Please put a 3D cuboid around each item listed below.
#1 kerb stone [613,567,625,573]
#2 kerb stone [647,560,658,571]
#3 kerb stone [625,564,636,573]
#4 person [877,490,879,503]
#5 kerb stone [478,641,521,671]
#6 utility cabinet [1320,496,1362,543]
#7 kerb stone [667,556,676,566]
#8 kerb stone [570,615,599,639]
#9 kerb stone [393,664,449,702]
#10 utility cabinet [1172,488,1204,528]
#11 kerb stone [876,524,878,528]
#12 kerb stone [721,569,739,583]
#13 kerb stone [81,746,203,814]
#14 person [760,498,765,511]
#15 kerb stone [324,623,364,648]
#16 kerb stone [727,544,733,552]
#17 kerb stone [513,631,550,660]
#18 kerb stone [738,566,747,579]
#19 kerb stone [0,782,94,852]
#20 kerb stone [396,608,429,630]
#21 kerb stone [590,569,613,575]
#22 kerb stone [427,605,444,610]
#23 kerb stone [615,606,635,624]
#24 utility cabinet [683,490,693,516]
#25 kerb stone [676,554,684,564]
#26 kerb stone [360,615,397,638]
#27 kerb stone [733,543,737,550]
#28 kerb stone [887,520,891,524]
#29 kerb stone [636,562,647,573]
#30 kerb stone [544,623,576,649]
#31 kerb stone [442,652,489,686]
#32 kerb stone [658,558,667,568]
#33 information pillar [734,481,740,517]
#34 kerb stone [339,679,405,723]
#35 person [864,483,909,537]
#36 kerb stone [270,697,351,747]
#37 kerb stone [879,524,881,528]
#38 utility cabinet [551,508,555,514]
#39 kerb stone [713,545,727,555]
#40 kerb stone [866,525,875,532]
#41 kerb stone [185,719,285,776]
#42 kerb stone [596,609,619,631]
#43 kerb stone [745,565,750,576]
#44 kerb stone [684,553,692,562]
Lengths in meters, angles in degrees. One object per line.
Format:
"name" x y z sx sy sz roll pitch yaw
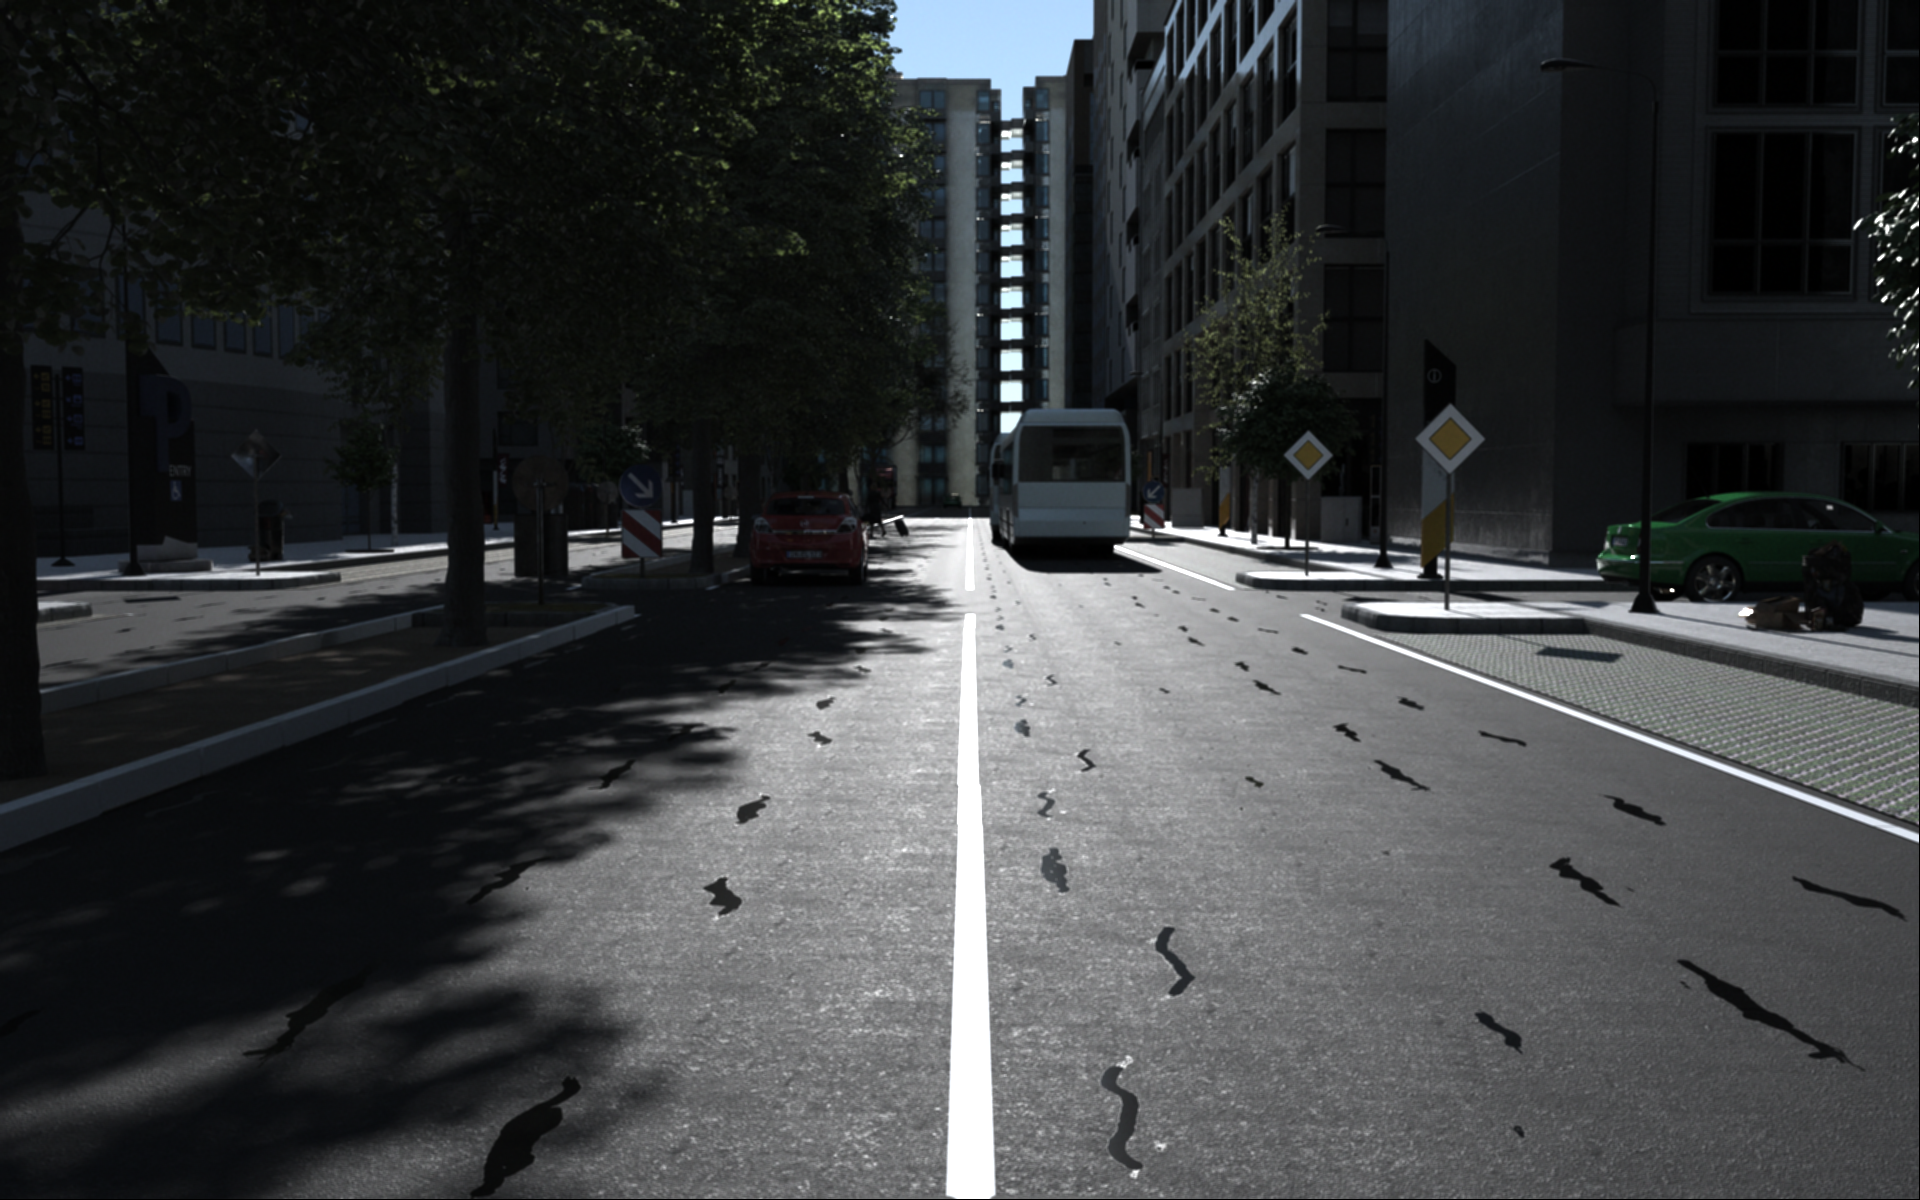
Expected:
"kerb stone" -5.876 -0.431 29.328 0.120 0.150 1.000 0 4 0
"kerb stone" -5.852 -0.624 32.395 0.120 0.150 1.000 0 4 0
"kerb stone" -5.876 -0.496 30.350 0.120 0.150 1.000 0 4 0
"person" -6.601 -7.796 136.700 1.217 1.736 0.721 2 4 34
"kerb stone" -3.862 0.476 14.411 0.120 0.150 1.000 0 4 0
"utility cabinet" 9.957 -2.085 45.245 1.020 1.237 0.306 2 4 28
"kerb stone" -5.844 -0.748 34.440 0.120 0.150 1.000 0 4 0
"kerb stone" -3.836 0.290 17.487 0.120 0.150 1.000 0 4 0
"kerb stone" -3.880 0.601 12.362 0.120 0.150 1.000 0 4 0
"utility cabinet" 8.530 -3.433 64.812 1.173 1.500 0.318 2 4 27
"kerb stone" -3.537 -2.945 70.339 0.120 0.150 1.000 0 4 0
"kerb stone" -3.778 -0.372 28.285 0.120 0.150 1.000 0 4 0
"kerb stone" -3.901 0.853 8.248 0.120 0.150 1.000 0 4 0
"person" -8.657 -3.854 76.182 0.373 1.253 0.362 0 4 -8
"kerb stone" -5.944 0.355 16.501 0.120 0.150 1.000 0 4 0
"kerb stone" -5.792 -1.248 42.648 0.120 0.150 1.000 0 4 0
"kerb stone" -3.854 0.414 15.433 0.120 0.150 1.000 0 4 0
"kerb stone" -3.774 -0.435 29.308 0.120 0.150 1.000 0 4 0
"kerb stone" -3.900 0.916 7.222 0.120 0.150 1.000 0 4 0
"kerb stone" -5.933 0.223 18.544 0.120 0.150 1.000 0 4 0
"kerb stone" -5.877 -0.374 28.303 0.120 0.150 1.000 0 4 0
"kerb stone" -5.936 0.161 19.578 0.120 0.150 1.000 0 4 0
"kerb stone" -3.827 0.170 19.533 0.120 0.150 1.000 0 4 0
"utility cabinet" -15.286 -5.481 98.296 0.318 1.500 1.173 -3 5 -40
"kerb stone" -5.837 -0.811 35.462 0.120 0.150 1.000 0 4 0
"kerb stone" -5.944 0.289 17.523 0.120 0.150 1.000 0 4 0
"kerb stone" -5.798 -1.308 43.670 0.120 0.150 1.000 0 4 0
"kerb stone" -3.475 -3.635 81.630 0.120 0.150 1.000 0 4 0
"kerb stone" -5.861 -0.561 31.372 0.120 0.150 1.000 0 4 0
"kerb stone" -3.850 0.351 16.463 0.120 0.150 1.000 0 4 0
"kerb stone" -3.863 0.539 13.389 0.120 0.150 1.000 0 4 0
"kerb stone" -5.855 -0.686 33.418 0.120 0.150 1.000 0 4 0
"information pillar" -12.571 -5.718 97.977 0.304 2.012 0.304 -2 4 -25
"kerb stone" -3.873 0.664 11.335 0.120 0.150 1.000 0 4 0
"person" -2.531 -3.040 58.419 1.509 1.804 0.699 2 4 25
"kerb stone" -3.881 0.727 10.313 0.120 0.150 1.000 0 4 0
"kerb stone" -3.517 -3.132 73.413 0.120 0.150 1.000 0 4 0
"utility cabinet" -16.883 -3.811 73.473 0.306 1.237 1.020 3 5 41
"kerb stone" -5.799 -1.188 41.625 0.120 0.150 1.000 0 4 0
"kerb stone" -3.548 -2.819 68.288 0.120 0.150 1.000 0 4 0
"kerb stone" -3.891 0.790 9.280 0.120 0.150 1.000 0 4 0
"kerb stone" -3.839 0.233 18.510 0.120 0.150 1.000 0 4 0
"kerb stone" -3.768 -0.498 30.332 0.120 0.150 1.000 0 4 0
"kerb stone" -5.833 -0.874 36.491 0.120 0.150 1.000 0 4 0
